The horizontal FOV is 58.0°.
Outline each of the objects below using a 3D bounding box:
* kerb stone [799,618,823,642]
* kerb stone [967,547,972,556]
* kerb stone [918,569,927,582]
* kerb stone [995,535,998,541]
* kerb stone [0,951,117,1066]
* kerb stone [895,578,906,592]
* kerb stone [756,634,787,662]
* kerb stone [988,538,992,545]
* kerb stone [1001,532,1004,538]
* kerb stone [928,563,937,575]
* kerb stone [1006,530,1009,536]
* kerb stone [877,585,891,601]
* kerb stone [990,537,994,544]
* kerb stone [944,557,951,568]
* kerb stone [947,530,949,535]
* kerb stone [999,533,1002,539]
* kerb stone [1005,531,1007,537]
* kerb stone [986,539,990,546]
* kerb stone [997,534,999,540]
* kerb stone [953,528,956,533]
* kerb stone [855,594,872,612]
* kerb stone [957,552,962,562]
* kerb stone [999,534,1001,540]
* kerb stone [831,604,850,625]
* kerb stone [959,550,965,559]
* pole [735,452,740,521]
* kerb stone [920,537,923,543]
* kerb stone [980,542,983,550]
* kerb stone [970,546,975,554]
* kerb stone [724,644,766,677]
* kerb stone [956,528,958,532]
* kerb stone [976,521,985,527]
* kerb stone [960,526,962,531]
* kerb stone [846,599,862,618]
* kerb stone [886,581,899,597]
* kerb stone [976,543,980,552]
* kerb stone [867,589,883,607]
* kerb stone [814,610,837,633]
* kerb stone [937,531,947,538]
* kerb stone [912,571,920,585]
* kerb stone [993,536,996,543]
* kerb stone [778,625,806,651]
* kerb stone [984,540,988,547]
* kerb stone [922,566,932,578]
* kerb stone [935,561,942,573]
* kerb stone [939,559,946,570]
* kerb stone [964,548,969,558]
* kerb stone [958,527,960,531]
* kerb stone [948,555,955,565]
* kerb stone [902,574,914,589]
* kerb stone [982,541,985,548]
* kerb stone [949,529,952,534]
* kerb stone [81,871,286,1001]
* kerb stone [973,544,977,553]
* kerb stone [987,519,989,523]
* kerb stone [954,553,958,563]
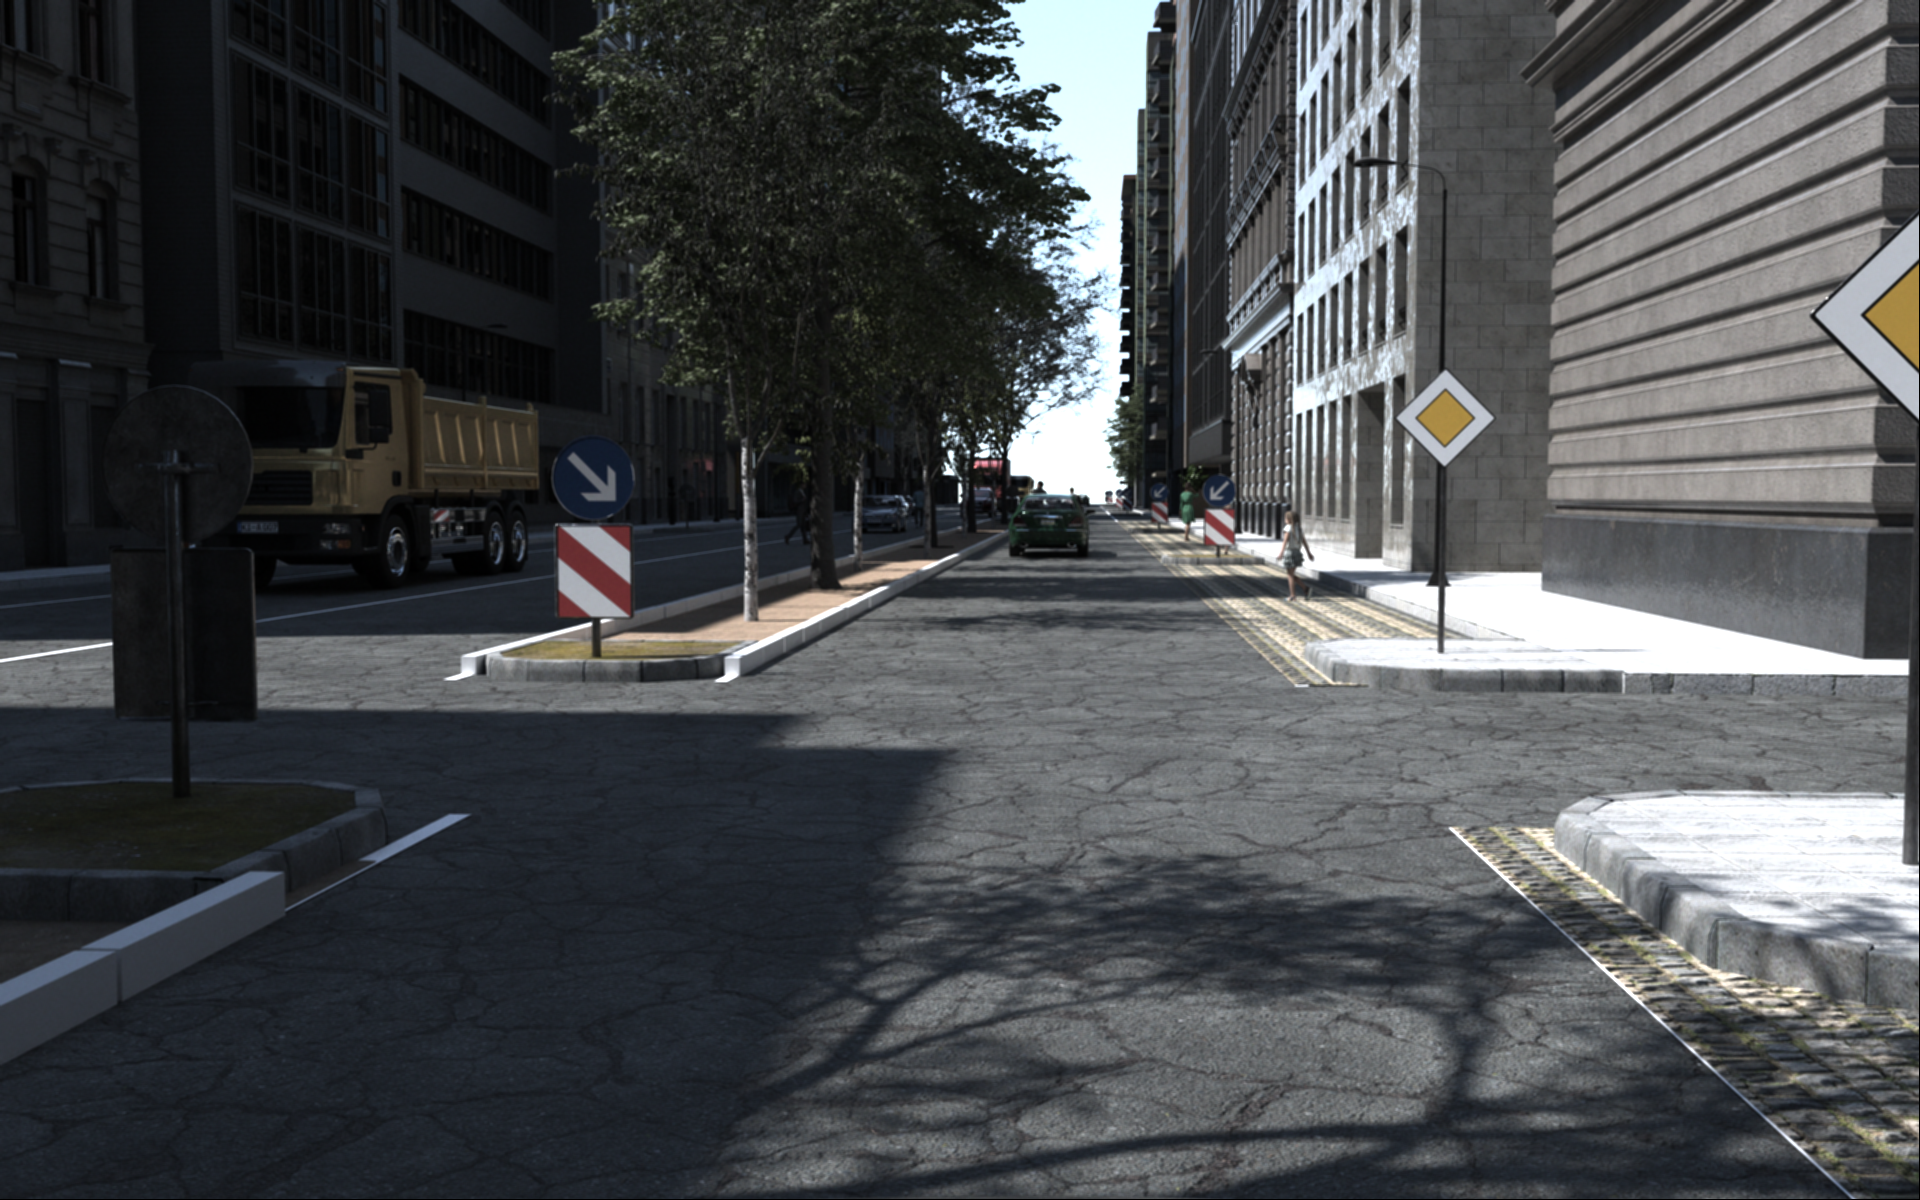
[{"bbox_3d":[-1.523,0.312,17.164,0.120,0.150,1.000,0,4,4],"label":"kerb stone"},{"bbox_3d":[0.115,-1.067,39.677,0.120,0.150,1.000,0,4,4],"label":"kerb stone"},{"bbox_3d":[-0.695,-0.377,28.419,0.120,0.150,1.000,0,4,4],"label":"kerb stone"},{"bbox_3d":[0.944,-1.757,50.929,0.120,0.150,1.000,0,4,4],"label":"kerb stone"},{"bbox_3d":[-2.463,1.090,4.368,0.120,0.150,1.000,0,4,4],"label":"kerb stone"},{"bbox_3d":[-0.933,-0.192,25.349,0.120,0.150,1.000,0,4,4],"label":"kerb stone"},{"bbox_3d":[-1.681,0.436,15.116,0.120,0.150,1.000,0,4,4],"label":"kerb stone"},{"bbox_3d":[0.719,-1.564,47.856,0.120,0.150,1.000,0,4,4],"label":"kerb stone"},{"bbox_3d":[1.236,-2.008,55.023,0.120,0.150,1.000,0,4,4],"label":"kerb stone"},{"bbox_3d":[-0.554,-0.506,30.471,0.120,0.150,1.000,0,4,4],"label":"kerb stone"},{"bbox_3d":[1.463,-2.195,58.089,0.120,0.150,1.000,0,4,4],"label":"kerb stone"},{"bbox_3d":[-1.081,-0.068,23.309,0.120,0.150,1.000,0,4,4],"label":"kerb stone"},{"bbox_3d":[0.795,-1.628,48.888,0.120,0.150,1.000,0,4,4],"label":"kerb stone"},{"bbox_3d":[-0.332,-0.694,33.543,0.120,0.150,1.000,0,4,4],"label":"kerb stone"},{"bbox_3d":[-0.559,-2.263,59.217,0.120,0.150,1.000,0,4,4],"label":"kerb stone"},{"bbox_3d":[1.162,-1.942,54.004,0.120,0.150,1.000,0,4,4],"label":"kerb stone"},{"bbox_3d":[1.393,-2.128,57.063,0.120,0.150,1.000,0,4,4],"label":"kerb stone"},{"bbox_3d":[0.645,-1.507,46.833,0.120,0.150,1.000,0,4,4],"label":"kerb stone"},{"bbox_3d":[1.014,-1.820,51.950,0.120,0.150,1.000,0,4,4],"label":"kerb stone"},{"bbox_3d":[-0.328,-2.452,62.290,0.120,0.150,1.000,0,4,4],"label":"kerb stone"},{"bbox_3d":[-1.233,0.061,21.260,0.120,0.150,1.000,0,4,4],"label":"kerb stone"},{"bbox_3d":[-0.105,-0.873,36.608,0.120,0.150,1.000,0,4,4],"label":"kerb stone"},{"bbox_3d":[1.089,-1.883,52.974,0.120,0.150,1.000,0,4,4],"label":"kerb stone"},{"bbox_3d":[-1.377,0.183,19.202,0.120,0.150,1.000,0,4,4],"label":"kerb stone"},{"bbox_3d":[-0.036,-0.937,37.628,0.120,0.150,1.000,0,4,4],"label":"kerb stone"},{"bbox_3d":[-10.732,-5.486,83.545,0.158,3.312,0.155,0,3,0],"label":"pole"},{"bbox_3d":[-1.238,-1.702,50.031,0.120,0.150,1.000,0,4,4],"label":"kerb stone"},{"bbox_3d":[0.417,-1.316,43.773,0.120,0.150,1.000,0,4,4],"label":"kerb stone"},{"bbox_3d":[0.190,-1.132,40.703,0.120,0.150,1.000,0,4,4],"label":"kerb stone"},{"bbox_3d":[-1.753,0.496,14.093,0.120,0.150,1.000,0,4,4],"label":"kerb stone"},{"bbox_3d":[-0.255,-2.512,63.315,0.120,0.150,1.000,0,4,4],"label":"kerb stone"},{"bbox_3d":[0.941,-3.516,79.678,0.120,0.150,1.000,0,4,4],"label":"kerb stone"},{"bbox_3d":[-0.105,-2.640,65.365,0.120,0.150,1.000,0,4,4],"label":"kerb stone"},{"bbox_3d":[-1.303,0.128,20.233,0.120,0.150,1.000,0,4,4],"label":"kerb stone"},{"bbox_3d":[-1.010,-0.127,24.330,0.120,0.150,1.000,0,4,4],"label":"kerb stone"},{"bbox_3d":[0.344,-1.257,42.753,0.120,0.150,1.000,0,4,4],"label":"kerb stone"},{"bbox_3d":[-1.148,-0.006,22.290,0.120,0.150,1.000,0,4,4],"label":"kerb stone"},{"bbox_3d":[-1.448,0.245,18.183,0.120,0.150,1.000,0,4,4],"label":"kerb stone"},{"bbox_3d":[-0.633,-2.202,58.198,0.120,0.150,1.000,0,4,4],"label":"kerb stone"},{"bbox_3d":[-0.782,-0.318,27.395,0.120,0.150,1.000,0,4,4],"label":"kerb stone"},{"bbox_3d":[0.867,-1.695,49.910,0.120,0.150,1.000,0,4,4],"label":"kerb stone"},{"bbox_3d":[-1.603,0.371,16.141,0.120,0.150,1.000,0,4,4],"label":"kerb stone"},{"bbox_3d":[0.573,-1.444,45.811,0.120,0.150,1.000,0,4,4],"label":"kerb stone"},{"bbox_3d":[-0.623,-0.443,29.438,0.120,0.150,1.000,0,4,4],"label":"kerb stone"},{"bbox_3d":[-0.481,-0.569,31.492,0.120,0.150,1.000,0,4,4],"label":"kerb stone"},{"bbox_3d":[-0.407,-0.630,32.517,0.120,0.150,1.000,0,4,4],"label":"kerb stone"},{"bbox_3d":[0.046,-1.007,38.655,0.120,0.150,1.000,0,4,4],"label":"kerb stone"},{"bbox_3d":[-0.191,-2.577,64.337,0.120,0.150,1.000,0,4,4],"label":"kerb stone"},{"bbox_3d":[-0.255,-0.756,34.562,0.120,0.150,1.000,0,4,4],"label":"kerb stone"},{"bbox_3d":[-0.851,-0.252,26.375,0.120,0.150,1.000,0,4,4],"label":"kerb stone"},{"bbox_3d":[0.499,-1.382,44.791,0.120,0.150,1.000,0,4,4],"label":"kerb stone"},{"bbox_3d":[-0.481,-2.326,60.240,0.120,0.150,1.000,0,4,4],"label":"kerb stone"},{"bbox_3d":[-2.389,1.028,5.389,0.120,0.150,1.000,0,4,4],"label":"kerb stone"},{"bbox_3d":[0.268,-1.193,41.722,0.120,0.150,1.000,0,4,4],"label":"kerb stone"},{"bbox_3d":[1.164,-3.703,82.745,0.120,0.150,1.000,0,4,4],"label":"kerb stone"},{"bbox_3d":[-0.180,-0.818,35.589,0.120,0.150,1.000,0,4,4],"label":"kerb stone"}]
